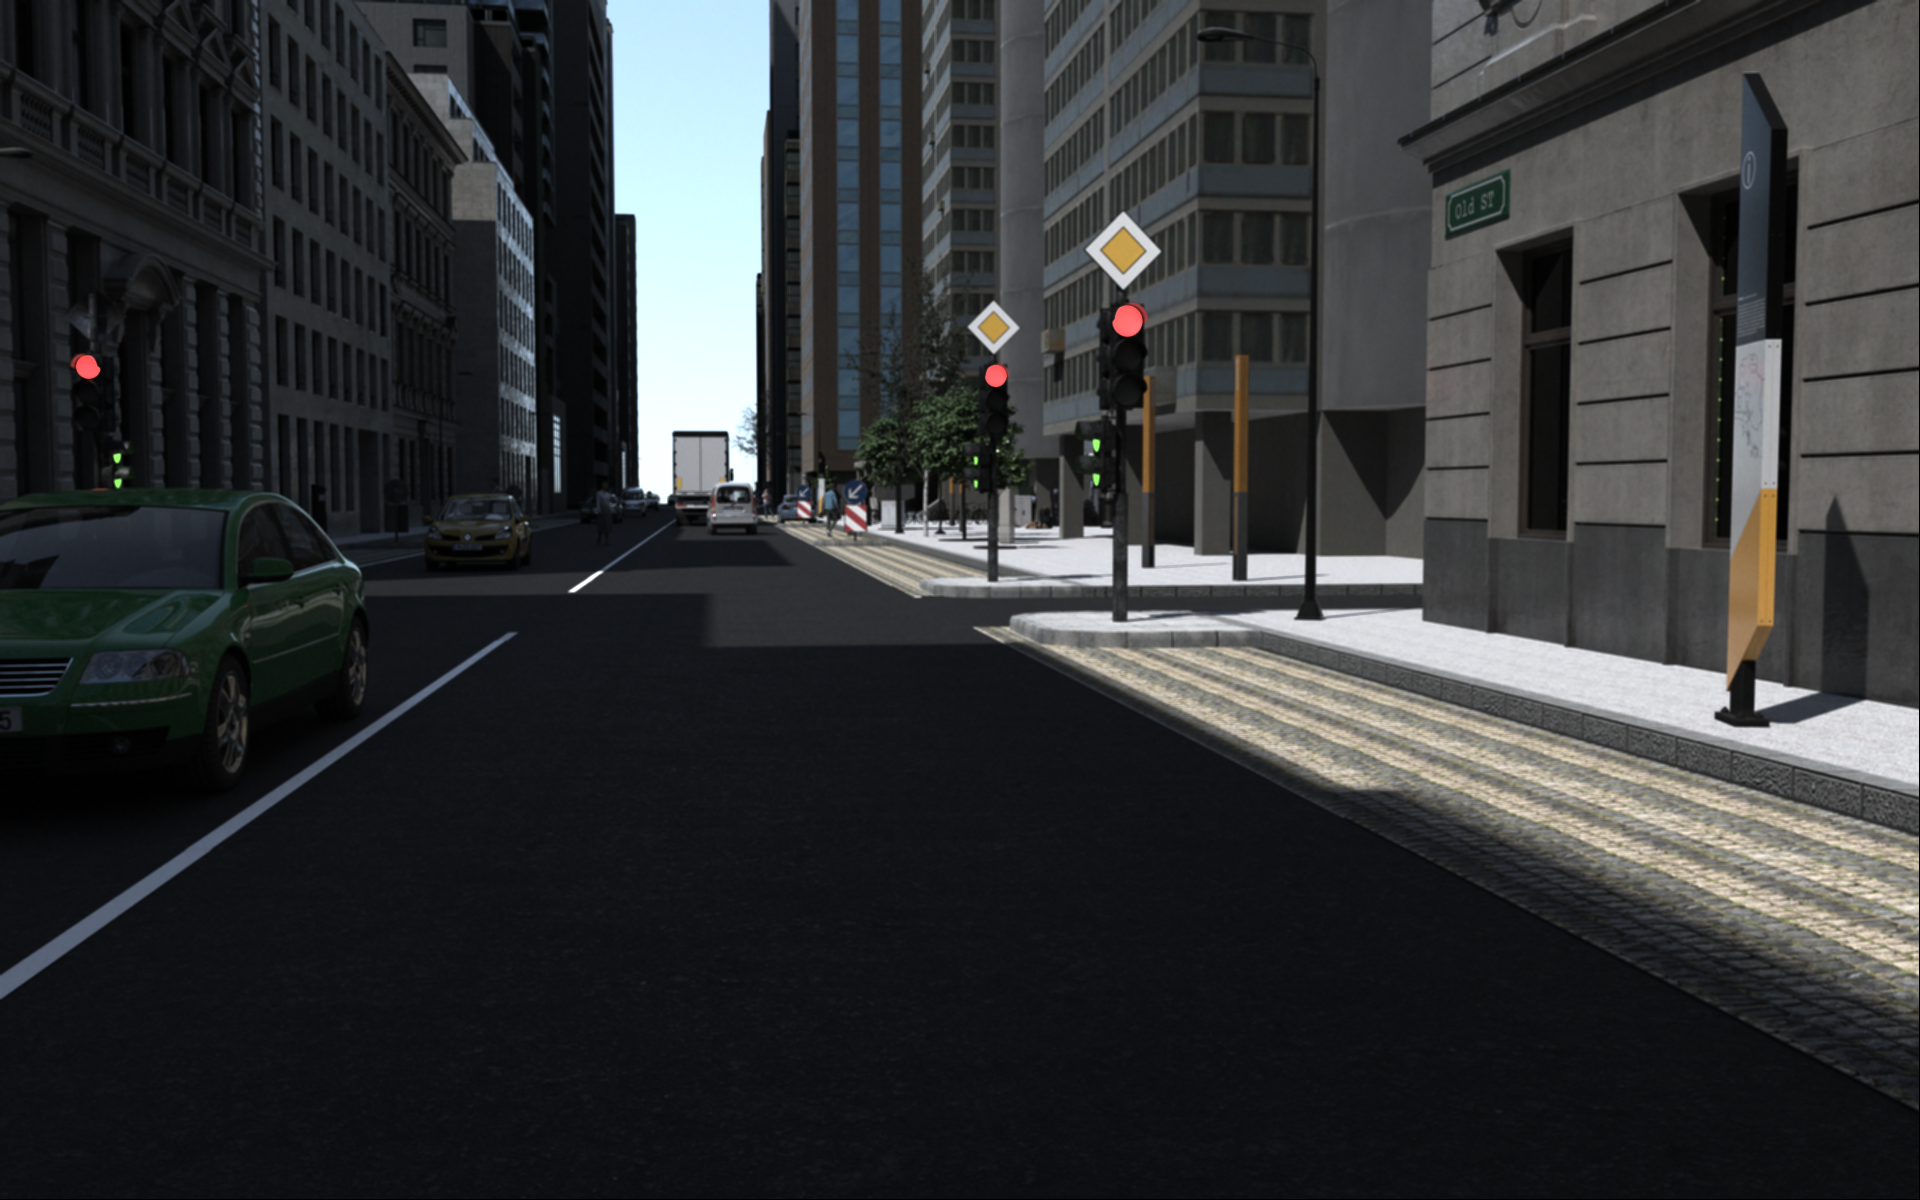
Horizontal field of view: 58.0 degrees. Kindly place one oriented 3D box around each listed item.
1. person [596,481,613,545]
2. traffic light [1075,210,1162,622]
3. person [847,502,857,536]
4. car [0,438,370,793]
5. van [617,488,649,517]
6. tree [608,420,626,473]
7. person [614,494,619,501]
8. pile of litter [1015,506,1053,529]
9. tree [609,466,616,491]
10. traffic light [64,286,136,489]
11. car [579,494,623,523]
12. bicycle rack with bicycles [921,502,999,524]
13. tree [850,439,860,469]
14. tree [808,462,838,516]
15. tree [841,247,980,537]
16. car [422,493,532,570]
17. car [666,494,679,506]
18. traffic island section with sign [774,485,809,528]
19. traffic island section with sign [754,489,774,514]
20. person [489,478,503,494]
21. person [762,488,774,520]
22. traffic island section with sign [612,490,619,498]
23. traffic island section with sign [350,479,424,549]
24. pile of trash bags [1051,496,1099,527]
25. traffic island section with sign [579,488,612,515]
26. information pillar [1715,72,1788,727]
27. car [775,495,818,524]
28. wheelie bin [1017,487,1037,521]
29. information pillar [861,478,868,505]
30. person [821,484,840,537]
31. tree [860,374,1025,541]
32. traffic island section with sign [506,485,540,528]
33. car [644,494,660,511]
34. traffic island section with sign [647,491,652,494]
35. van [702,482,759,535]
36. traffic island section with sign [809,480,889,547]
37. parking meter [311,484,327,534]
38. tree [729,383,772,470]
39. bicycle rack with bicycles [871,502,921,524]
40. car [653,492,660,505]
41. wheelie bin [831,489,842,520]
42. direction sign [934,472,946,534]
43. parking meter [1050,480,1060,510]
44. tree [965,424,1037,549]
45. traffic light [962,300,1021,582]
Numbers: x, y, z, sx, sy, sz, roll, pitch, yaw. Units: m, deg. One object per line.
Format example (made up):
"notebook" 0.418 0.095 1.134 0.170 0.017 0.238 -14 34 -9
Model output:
"person" -10.182 -2.487 49.384 0.478 1.798 0.641 -2 4 -31
"traffic light" 1.590 -1.736 17.310 0.839 4.253 0.868 0 4 -8
"person" -3.659 -3.123 59.364 0.447 1.846 0.655 -1 4 -8
"car" -4.550 -0.049 9.603 1.959 1.807 4.718 0 4 -7
"van" -20.851 -6.322 110.375 2.013 2.044 4.112 -1 4 -10
"tree" -35.420 -13.594 172.620 4.360 8.622 3.978 0 3 0
"person" -25.988 -7.254 130.364 0.557 1.426 1.065 3 5 44
"pile of litter" 2.905 -3.079 64.315 1.176 0.858 1.719 2 4 26
"tree" -34.654 -11.229 167.305 4.285 4.588 4.351 0 3 0
"traffic light" -11.675 -2.113 23.474 0.839 4.253 0.868 0 4 -8
"car" -17.777 -4.536 85.963 2.131 1.459 4.920 0 4 -7
"bicycle rack with bicycles" 0.385 -3.708 74.003 2.852 0.926 2.925 -2 4 -28
"tree" -2.334 -4.822 62.559 4.285 4.588 4.351 0 3 0
"tree" -7.943 -6.615 102.763 1.663 3.219 1.824 0 3 0
"tree" -1.161 -6.212 51.936 4.360 8.622 3.978 0 3 0
"car" -9.384 -1.445 33.845 2.015 1.641 3.980 -1 4 -9
"car" -35.975 -12.753 218.295 2.009 1.686 4.222 -1 4 -9
"traffic island section with sign" -6.871 -4.038 74.646 1.989 1.847 2.006 0 4 -8
"traffic island section with sign" -13.959 -7.073 124.270 1.989 1.847 2.006 0 4 -8
"person" -10.652 -1.906 39.792 0.853 1.813 0.709 -2 4 -30
"person" -10.363 -5.181 93.797 0.643 1.750 0.593 3 5 43
"traffic island section with sign" -29.680 -8.607 149.347 1.989 1.847 2.006 0 4 -8
"traffic island section with sign" -14.871 -2.262 45.613 1.989 1.847 2.006 0 4 -8
"pile of trash bags" 5.240 -3.622 68.965 3.447 1.369 1.912 1 4 10
"traffic island section with sign" -25.803 -6.945 122.179 1.989 1.847 2.006 0 4 -8
"information pillar" 4.366 -1.110 9.502 0.183 3.616 0.504 0 4 6
"car" -7.710 -4.274 81.875 2.014 1.417 4.499 0 4 -8
"wheelie bin" 2.876 -4.073 74.501 0.980 1.594 0.693 2 4 29
"information pillar" -4.304 -4.539 78.712 0.304 2.012 0.304 -2 4 -35
"person" -4.344 -3.005 57.972 0.601 1.785 0.444 3 5 43
"tree" 0.190 -3.907 47.599 4.285 4.588 4.351 0 3 0
"traffic island section with sign" -18.775 -3.935 72.963 1.989 1.847 2.006 0 4 -8
"car" -26.932 -8.422 149.502 2.131 1.459 4.920 0 4 -8
"traffic island section with sign" -41.264 -13.575 230.570 1.989 1.847 2.006 0 4 -8
"van" -8.187 -3.364 62.014 2.013 2.044 4.112 -1 4 -10
"traffic island section with sign" -3.063 -2.406 47.960 1.989 1.847 2.006 0 4 -8
"parking meter" -16.657 -2.239 45.023 0.372 1.533 0.369 0 3 0
"tree" -19.342 -16.767 184.507 12.009 13.543 11.850 0 3 0
"bicycle rack with bicycles" -2.860 -3.765 74.938 2.925 0.926 2.852 -1 4 -16
"car" -41.838 -13.862 236.228 1.945 1.707 3.694 -1 4 -8
"wheelie bin" -6.217 -4.782 86.096 0.693 1.594 0.980 0 4 1
"direction sign" -0.635 -3.900 55.756 0.876 3.537 0.379 3 4 36
"parking meter" 3.962 -4.063 72.147 0.399 1.863 0.255 0 4 0
"tree" 0.729 -2.814 40.618 1.663 3.219 1.824 0 3 0
"traffic light" 0.462 -2.220 25.216 0.839 4.253 0.868 0 4 -8
